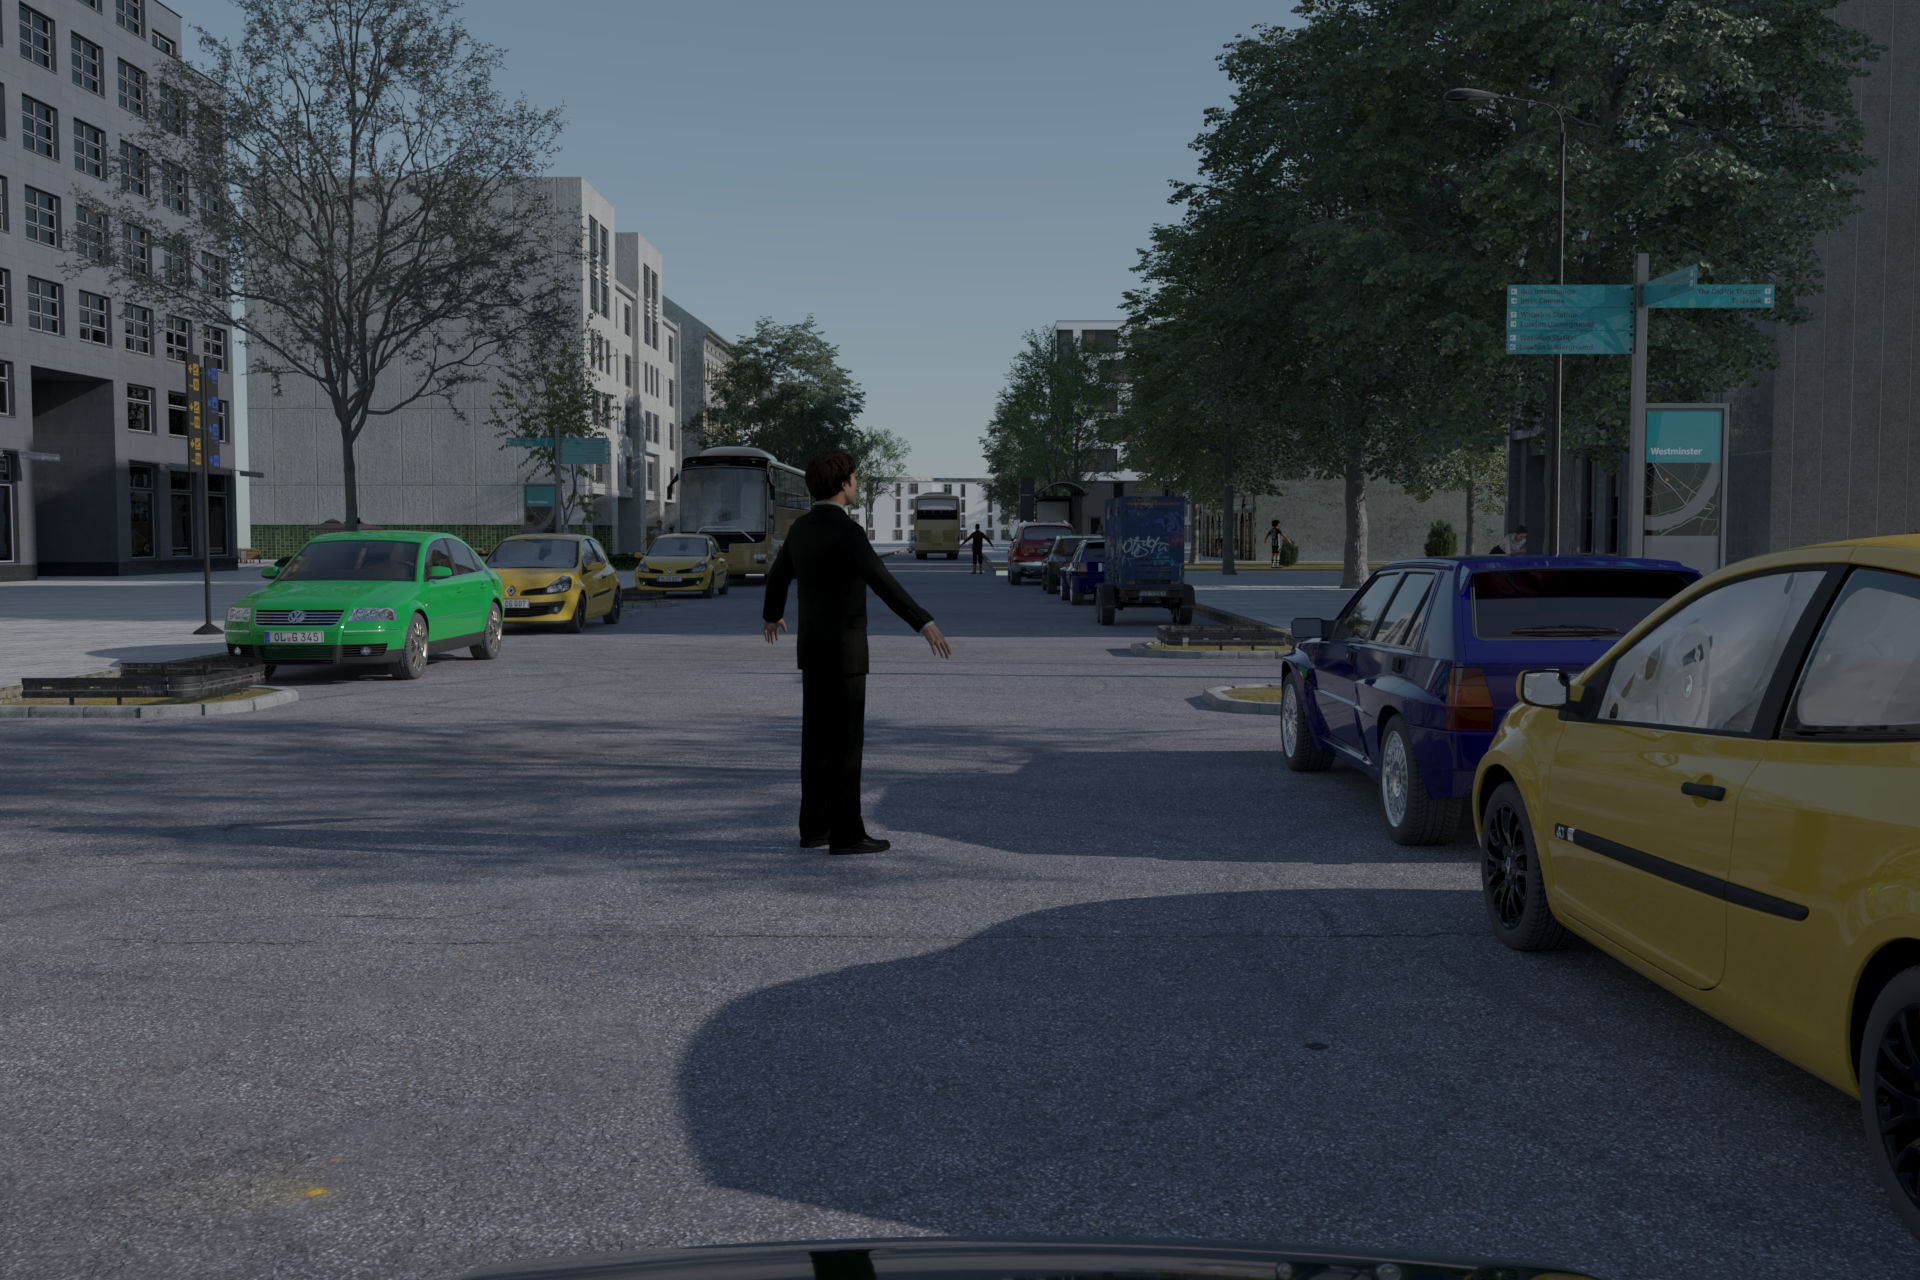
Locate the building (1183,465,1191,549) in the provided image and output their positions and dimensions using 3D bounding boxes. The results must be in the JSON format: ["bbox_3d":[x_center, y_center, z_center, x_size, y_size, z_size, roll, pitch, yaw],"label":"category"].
[{"bbox_3d":[23.915,-11.992,138.217,9.099,9.664,28.070,0,4,0],"label":"building"}]

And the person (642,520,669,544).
[{"bbox_3d":[-9.867,-3.073,57.012,1.217,1.739,0.721,-1,4,-14],"label":"person"}]

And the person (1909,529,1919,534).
[{"bbox_3d":[13.489,-1.105,23.972,0.599,1.838,0.709,0,4,-2],"label":"person"}]

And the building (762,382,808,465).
[{"bbox_3d":[-27.815,-22.676,201.688,19.493,23.208,18.063,0,4,0],"label":"building"}]

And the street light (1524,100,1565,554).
[{"bbox_3d":[6.828,-2.794,18.221,1.470,5.913,1.316,0,4,0],"label":"street light"}]

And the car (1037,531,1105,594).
[{"bbox_3d":[2.935,-2.022,42.848,2.009,1.686,4.222,0,4,0],"label":"car"}]

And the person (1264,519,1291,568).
[{"bbox_3d":[11.835,-3.587,64.784,0.704,1.843,1.345,-2,4,-35],"label":"person"}]

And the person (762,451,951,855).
[{"bbox_3d":[-0.550,0.048,7.856,0.705,1.806,1.347,-3,5,-40],"label":"person"}]

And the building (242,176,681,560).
[{"bbox_3d":[-27.183,-14.390,101.737,16.747,18.905,31.486,0,4,0],"label":"building"}]

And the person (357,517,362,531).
[{"bbox_3d":[-18.807,-2.929,53.970,0.704,1.819,1.344,-2,4,-25],"label":"person"}]

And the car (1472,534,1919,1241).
[{"bbox_3d":[2.739,0.331,4.817,2.015,1.641,3.980,0,4,-1],"label":"car"}]

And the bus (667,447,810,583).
[{"bbox_3d":[-6.348,-3.719,52.346,2.896,3.916,12.252,0,4,0],"label":"bus"}]

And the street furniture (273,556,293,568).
[{"bbox_3d":[-22.865,-3.189,67.770,5.734,0.657,10.072,1,4,10],"label":"street furniture"}]

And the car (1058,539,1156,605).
[{"bbox_3d":[3.060,-1.448,36.255,1.945,1.354,3.894,0,4,-1],"label":"car"}]

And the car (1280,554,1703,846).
[{"bbox_3d":[2.848,0.200,9.307,1.945,1.354,3.894,0,4,0],"label":"car"}]

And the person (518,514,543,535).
[{"bbox_3d":[-10.354,-2.151,41.749,0.617,1.759,0.750,-1,4,-12],"label":"person"}]

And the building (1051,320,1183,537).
[{"bbox_3d":[23.300,-20.667,181.885,27.936,21.610,32.646,0,4,0],"label":"building"}]

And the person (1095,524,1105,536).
[{"bbox_3d":[7.636,-5.362,93.803,0.705,1.813,1.348,-3,5,-41],"label":"person"}]

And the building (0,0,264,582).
[{"bbox_3d":[-30.331,-14.128,49.406,11.959,24.771,22.079,0,3,0],"label":"building"}]

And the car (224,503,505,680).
[{"bbox_3d":[-6.195,-0.589,18.429,1.959,1.807,4.718,0,4,0],"label":"car"}]

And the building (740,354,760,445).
[{"bbox_3d":[-26.839,-19.671,178.033,16.016,20.090,11.380,0,4,0],"label":"building"}]

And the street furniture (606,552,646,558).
[{"bbox_3d":[-15.487,-3.500,72.848,5.734,0.657,10.072,1,4,10],"label":"street furniture"}]

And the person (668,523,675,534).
[{"bbox_3d":[-15.048,-5.186,90.557,0.705,1.858,1.354,0,4,2],"label":"person"}]

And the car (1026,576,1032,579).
[{"bbox_3d":[2.940,-2.849,56.810,2.015,1.641,3.980,0,4,0],"label":"car"}]

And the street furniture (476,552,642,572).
[{"bbox_3d":[-12.474,-2.830,61.903,10.072,0.657,5.734,0,4,2],"label":"street furniture"}]

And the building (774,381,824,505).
[{"bbox_3d":[-27.251,-23.786,219.823,19.493,23.208,18.063,0,4,0],"label":"building"}]

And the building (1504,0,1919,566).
[{"bbox_3d":[25.241,-14.266,50.506,12.078,24.872,19.932,0,4,0],"label":"building"}]

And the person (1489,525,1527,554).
[{"bbox_3d":[9.197,-1.207,28.974,0.799,1.438,0.628,3,5,39],"label":"person"}]

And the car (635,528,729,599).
[{"bbox_3d":[-6.350,-1.804,39.714,2.015,1.641,3.980,0,4,0],"label":"car"}]

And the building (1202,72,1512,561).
[{"bbox_3d":[23.171,-15.846,90.004,19.493,23.208,18.063,0,4,0],"label":"building"}]

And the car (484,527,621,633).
[{"bbox_3d":[-6.301,-0.978,26.222,2.015,1.641,3.980,0,4,0],"label":"car"}]

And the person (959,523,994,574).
[{"bbox_3d":[0.612,-3.272,62.097,1.346,1.812,0.704,-1,4,-21],"label":"person"}]

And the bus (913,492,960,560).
[{"bbox_3d":[-1.346,-6.658,100.412,2.896,3.916,12.252,0,4,-1],"label":"bus"}]

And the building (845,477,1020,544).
[{"bbox_3d":[-4.552,-18.954,254.507,28.070,9.664,9.099,0,4,-8],"label":"building"}]

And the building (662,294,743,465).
[{"bbox_3d":[-27.952,-18.708,136.800,19.493,23.208,18.063,0,4,1],"label":"building"}]

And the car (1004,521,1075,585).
[{"bbox_3d":[2.429,-2.541,50.220,2.281,1.827,5.304,0,3,0],"label":"car"}]

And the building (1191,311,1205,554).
[{"bbox_3d":[25.091,-17.006,108.972,19.493,23.208,18.063,0,4,0],"label":"building"}]

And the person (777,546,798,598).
[{"bbox_3d":[-3.462,-1.876,38.906,1.354,1.856,0.705,0,4,4],"label":"person"}]
